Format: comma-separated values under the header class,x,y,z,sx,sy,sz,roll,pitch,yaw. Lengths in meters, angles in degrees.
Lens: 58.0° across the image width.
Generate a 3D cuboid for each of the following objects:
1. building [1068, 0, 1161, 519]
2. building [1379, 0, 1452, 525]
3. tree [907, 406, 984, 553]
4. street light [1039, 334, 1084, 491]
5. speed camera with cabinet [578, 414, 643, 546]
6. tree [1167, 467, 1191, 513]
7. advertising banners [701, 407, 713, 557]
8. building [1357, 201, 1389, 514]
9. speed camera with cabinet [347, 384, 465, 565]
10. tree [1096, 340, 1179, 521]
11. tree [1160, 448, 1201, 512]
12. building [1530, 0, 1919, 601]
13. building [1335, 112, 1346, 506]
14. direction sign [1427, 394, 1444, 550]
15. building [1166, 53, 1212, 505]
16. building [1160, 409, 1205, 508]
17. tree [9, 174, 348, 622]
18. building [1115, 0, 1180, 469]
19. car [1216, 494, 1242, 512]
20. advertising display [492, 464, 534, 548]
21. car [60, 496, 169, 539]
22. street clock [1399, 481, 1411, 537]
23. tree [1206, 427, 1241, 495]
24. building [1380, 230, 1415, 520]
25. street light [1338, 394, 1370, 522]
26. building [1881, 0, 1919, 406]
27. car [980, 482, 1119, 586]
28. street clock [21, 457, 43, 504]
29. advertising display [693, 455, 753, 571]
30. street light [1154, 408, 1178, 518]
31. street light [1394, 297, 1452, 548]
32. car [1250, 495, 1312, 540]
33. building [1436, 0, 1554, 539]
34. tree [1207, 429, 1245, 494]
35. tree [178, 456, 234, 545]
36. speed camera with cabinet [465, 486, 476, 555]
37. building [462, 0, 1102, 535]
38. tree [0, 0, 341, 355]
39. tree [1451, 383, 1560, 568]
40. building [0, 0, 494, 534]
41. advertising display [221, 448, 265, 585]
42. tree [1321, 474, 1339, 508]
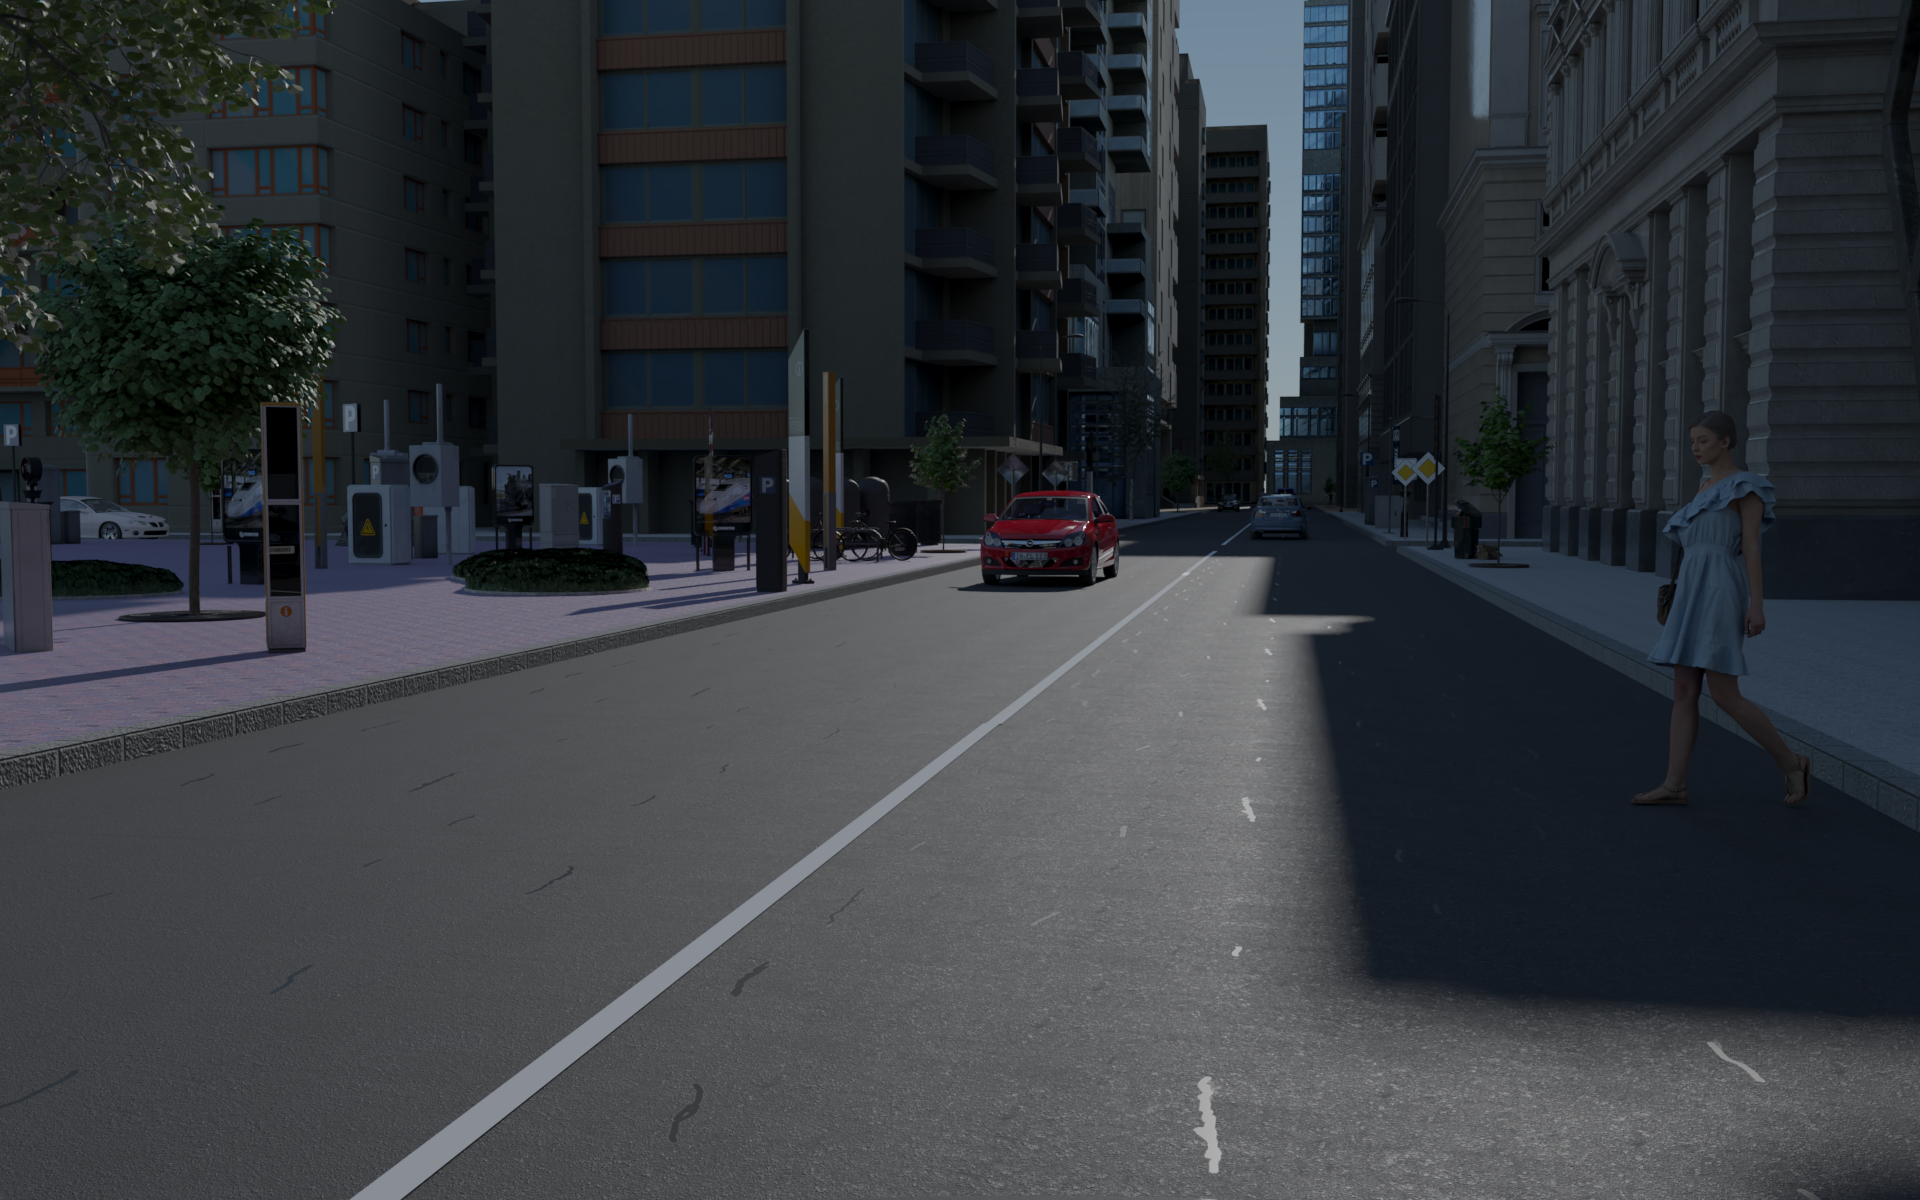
class,x,y,z,sx,sy,sz,roll,pitch,yaw
building,1.314,-48.313,102.584,22.319,86.520,31.000,1,4,11
building,25.577,-17.058,72.399,14.314,27.812,24.014,1,4,11
tree,-0.245,-2.651,37.951,1.663,3.219,1.824,0,3,0
street light,2.896,-4.769,50.514,1.470,5.913,1.316,1,4,11
speed camera with cabinet,-8.805,-2.988,43.190,2.038,3.252,0.660,3,4,38
tree,15.350,-7.692,120.362,1.663,3.219,1.824,0,3,0
advertising banners,-5.248,-2.429,35.903,0.090,3.025,2.074,-1,4,-14
building,31.102,-16.115,112.630,9.793,20.994,18.267,1,4,11
speed camera with cabinet,-10.057,-2.257,31.238,2.038,3.252,0.660,1,4,20
tree,8.391,-8.152,83.650,4.360,8.622,3.978,0,3,0
tree,15.438,-8.543,123.385,4.285,4.588,4.351,0,3,0
building,16.163,-12.213,28.562,11.050,23.489,19.941,1,4,11
building,48.039,-30.821,187.509,14.154,41.232,14.086,1,4,11
direction sign,10.932,-2.919,39.723,0.379,3.537,0.876,1,4,22
building,15.746,-34.639,190.048,21.600,48.544,21.300,1,4,11
building,7.073,-29.018,166.318,32.217,40.220,23.993,1,4,11
tree,-7.977,-2.085,17.801,4.285,4.588,4.351,0,3,0
building,3.536,-33.706,140.335,28.713,52.752,27.495,1,4,11
car,21.539,-7.884,138.688,2.009,1.686,4.222,1,4,10
advertising display,-9.796,-2.004,37.986,0.123,1.923,0.974,3,5,44
car,-25.853,-2.380,51.274,4.827,1.381,2.083,1,4,11
street clock,13.207,-2.867,51.443,0.358,2.002,0.471,0,4,-8
tree,28.948,-14.723,191.075,4.737,8.622,4.395,0,3,0
building,28.657,-14.034,94.076,10.561,19.102,19.286,1,4,11
street light,18.327,-6.577,80.068,1.470,5.913,1.316,1,4,11
building,15.385,-8.730,10.184,16.820,18.784,16.811,1,4,11
car,1.537,-1.197,28.609,2.155,1.783,4.494,1,4,12
street clock,-18.203,-1.800,34.006,0.471,2.002,0.358,3,5,40
advertising display,-3.950,-1.447,28.874,0.974,1.923,0.123,-1,4,-17
street light,11.046,-7.399,93.518,1.470,5.913,1.316,1,4,11
street light,10.955,-4.186,40.978,1.470,5.913,1.316,1,4,11
car,10.343,-2.688,55.949,2.014,1.417,4.499,1,4,12
building,25.421,-16.323,52.783,20.117,28.700,13.634,1,4,11
tree,30.289,-15.117,197.516,4.360,8.622,3.978,0,3,0
tree,-18.879,-3.016,43.906,1.663,3.219,1.824,0,3,0
speed camera with cabinet,-11.384,-2.593,36.730,2.038,3.252,0.660,0,4,-6
building,-6.347,-25.208,66.771,22.147,44.769,28.867,1,4,11
tree,-7.170,-5.550,8.862,7.486,12.596,7.792,0,3,0
tree,9.367,-2.192,30.436,1.663,3.219,1.824,0,3,0
building,-32.161,-13.869,71.791,28.899,21.520,27.650,1,4,11
advertising display,-10.047,-1.182,24.532,0.974,1.923,0.123,2,4,24
tree,34.681,-10.304,163.079,1.663,3.219,1.824,0,3,0
